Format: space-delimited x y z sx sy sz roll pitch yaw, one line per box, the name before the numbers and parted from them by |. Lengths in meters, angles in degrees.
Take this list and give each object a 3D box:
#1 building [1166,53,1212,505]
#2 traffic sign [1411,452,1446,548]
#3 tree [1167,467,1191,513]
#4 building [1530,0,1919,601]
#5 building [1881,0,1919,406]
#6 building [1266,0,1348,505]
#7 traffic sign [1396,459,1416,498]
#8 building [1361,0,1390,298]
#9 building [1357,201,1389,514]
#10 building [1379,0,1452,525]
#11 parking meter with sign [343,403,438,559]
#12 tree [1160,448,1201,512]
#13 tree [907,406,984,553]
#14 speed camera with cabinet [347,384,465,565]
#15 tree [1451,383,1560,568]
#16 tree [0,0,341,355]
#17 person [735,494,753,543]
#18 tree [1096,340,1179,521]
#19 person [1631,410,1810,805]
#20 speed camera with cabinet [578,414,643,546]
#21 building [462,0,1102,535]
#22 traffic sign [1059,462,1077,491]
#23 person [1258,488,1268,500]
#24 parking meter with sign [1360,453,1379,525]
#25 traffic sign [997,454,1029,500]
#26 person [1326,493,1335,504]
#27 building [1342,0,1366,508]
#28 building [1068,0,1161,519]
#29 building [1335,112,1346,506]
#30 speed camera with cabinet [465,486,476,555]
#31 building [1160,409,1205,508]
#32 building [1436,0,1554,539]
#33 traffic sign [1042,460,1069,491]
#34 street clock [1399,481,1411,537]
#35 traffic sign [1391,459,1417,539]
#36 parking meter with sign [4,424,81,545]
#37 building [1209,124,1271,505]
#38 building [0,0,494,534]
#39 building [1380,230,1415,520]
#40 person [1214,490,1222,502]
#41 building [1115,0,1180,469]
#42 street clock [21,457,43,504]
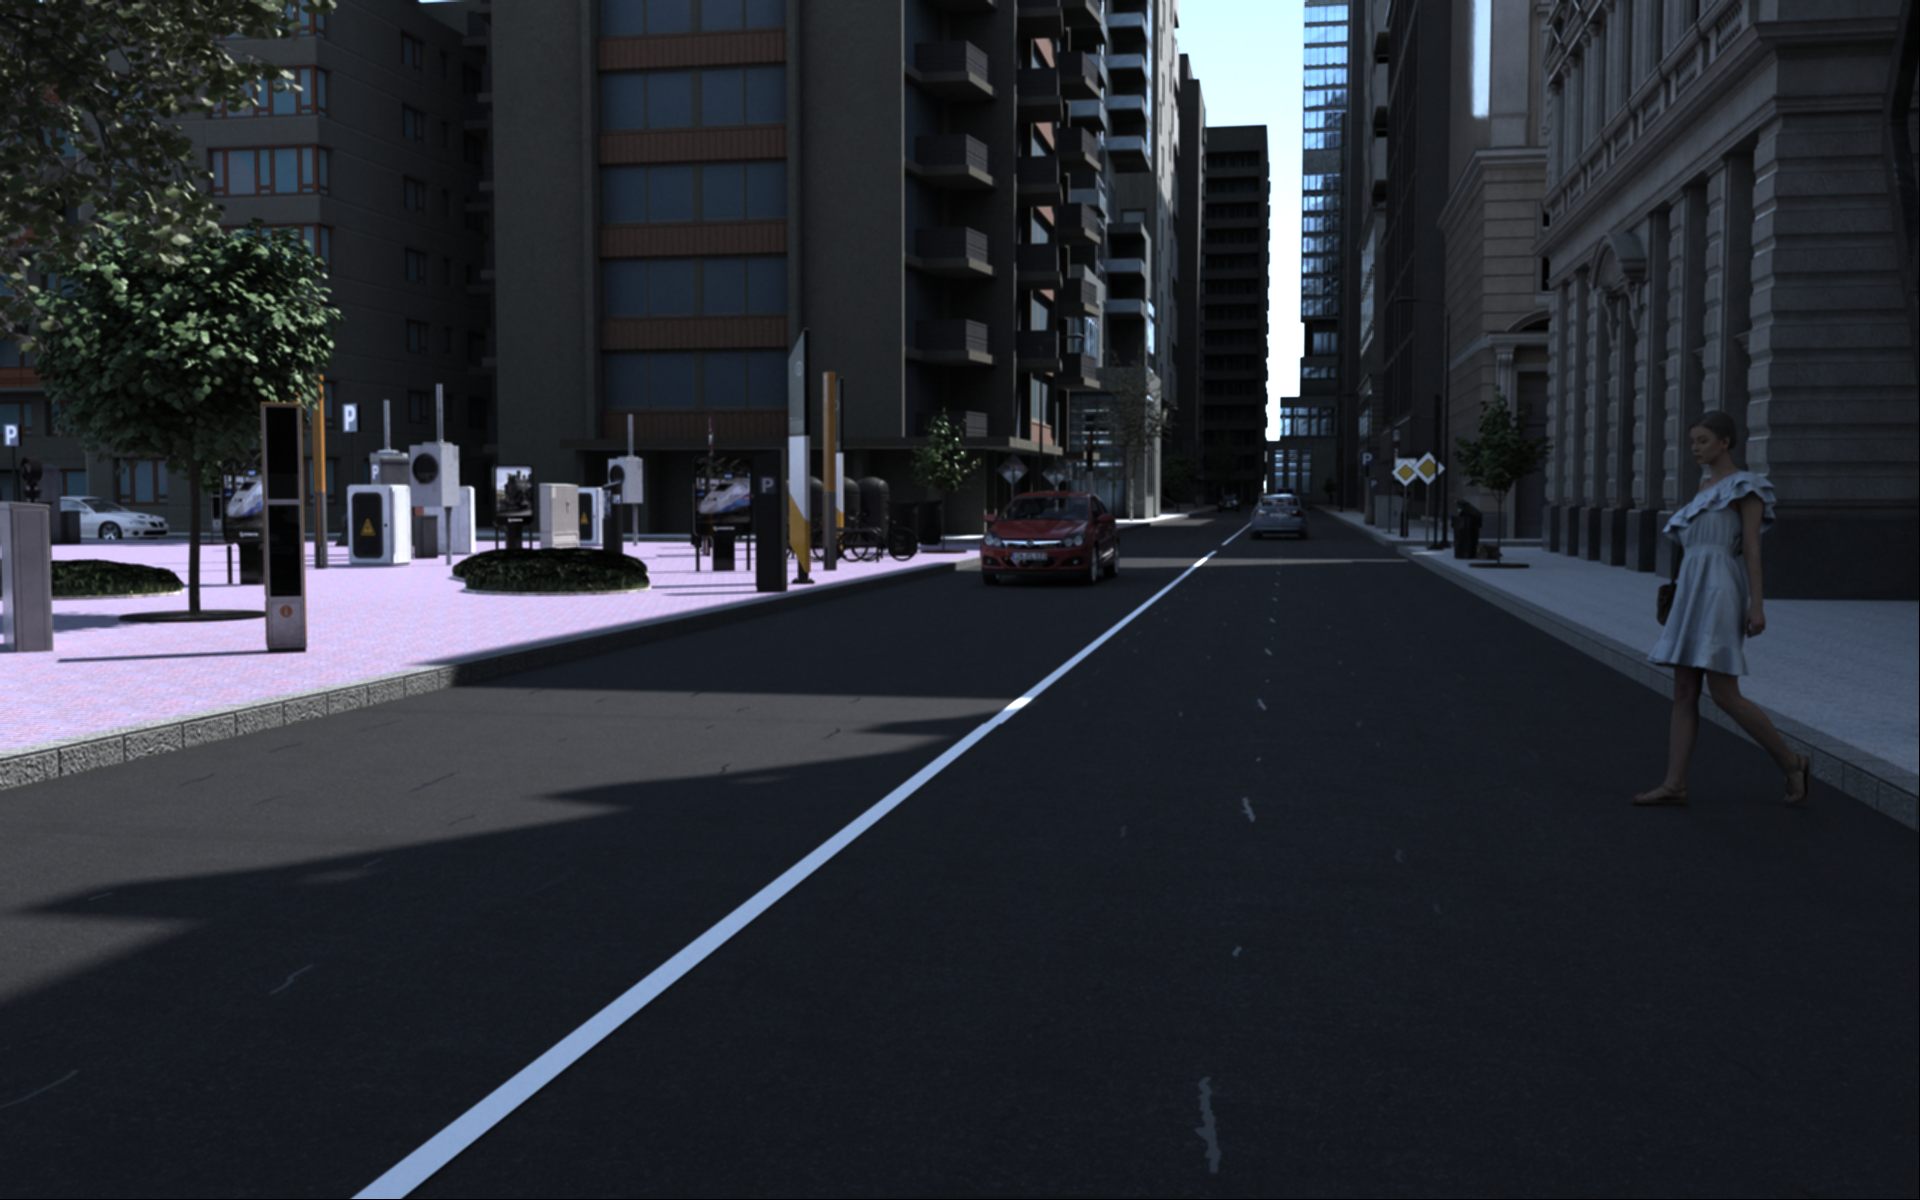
building | 15.746 -34.639 190.048 21.600 48.544 21.300 1 4 11
traffic sign | 11.069 -2.285 41.005 0.795 2.450 0.064 1 4 11
tree | 15.350 -7.692 120.362 1.663 3.219 1.824 0 3 0
building | 16.163 -12.213 28.562 11.050 23.489 19.941 1 4 11
building | 15.385 -8.730 10.184 16.820 18.784 16.811 1 4 11
building | 53.988 -55.082 213.257 31.000 86.520 22.319 1 4 11
traffic sign | 12.830 -2.921 49.884 0.606 2.300 0.079 1 4 11
building | 46.137 -33.504 137.023 28.713 52.752 27.495 1 4 11
building | 31.102 -16.115 112.630 9.793 20.994 18.267 1 4 11
building | 25.577 -17.058 72.399 14.314 27.812 24.014 1 4 11
parking meter with sign | -11.171 -2.314 34.092 0.543 3.016 1.738 3 5 42
tree | 15.438 -8.543 123.385 4.285 4.588 4.351 0 3 0
tree | -0.245 -2.651 37.951 1.663 3.219 1.824 0 3 0
speed camera with cabinet | -10.057 -2.257 31.238 2.038 3.252 0.660 1 4 20
tree | 9.367 -2.192 30.436 1.663 3.219 1.824 0 3 0
tree | -7.170 -5.550 8.862 7.486 12.596 7.792 0 3 0
person | -6.031 -2.400 48.010 0.573 1.790 0.520 0 4 -4
tree | 8.391 -8.152 83.650 4.360 8.622 3.978 0 3 0
person | 3.486 0.038 7.967 0.778 1.811 0.616 0 4 2
speed camera with cabinet | -8.805 -2.988 43.190 2.038 3.252 0.660 3 4 38
building | -6.347 -25.208 66.771 22.147 44.769 28.867 1 4 11
traffic sign | 3.377 -3.202 54.474 0.606 2.300 0.079 1 4 17
person | 17.422 -5.567 99.715 0.606 1.804 0.583 0 4 -7
parking meter with sign | 17.104 -4.632 71.999 0.543 3.016 1.738 0 4 -1
traffic sign | 1.302 -2.399 42.871 0.795 2.450 0.064 1 4 11
person | 43.154 -11.752 201.476 1.217 1.723 0.721 1 4 20
building | 47.391 -38.098 164.905 21.231 58.520 28.212 1 4 11
building | 1.314 -48.313 102.584 22.319 86.520 31.000 1 4 11
building | 48.039 -30.821 187.509 14.154 41.232 14.086 1 4 11
speed camera with cabinet | -11.384 -2.593 36.730 2.038 3.252 0.660 0 4 -6
building | 7.073 -29.018 166.318 32.217 40.220 23.993 1 4 11
building | 25.421 -16.323 52.783 20.117 28.700 13.634 1 4 11
traffic sign | 2.790 -2.879 50.717 0.795 2.450 0.064 1 4 11
street clock | 13.207 -2.867 51.443 0.358 2.002 0.471 0 4 -8
traffic sign | 12.557 -2.765 48.851 0.795 2.450 0.064 1 4 11
parking meter with sign | -23.244 -2.917 43.958 0.543 3.016 1.738 2 4 25
building | 28.054 -36.398 218.812 21.600 48.544 21.300 1 4 11
building | -32.161 -13.869 71.791 28.899 21.520 27.650 1 4 11
building | 28.657 -14.034 94.076 10.561 19.102 19.286 1 4 11
person | 30.714 -12.054 205.218 1.348 1.869 0.705 2 4 33
building | 3.536 -33.706 140.335 28.713 52.752 27.495 1 4 11
street clock | -18.203 -1.800 34.006 0.471 2.002 0.358 3 5 40
